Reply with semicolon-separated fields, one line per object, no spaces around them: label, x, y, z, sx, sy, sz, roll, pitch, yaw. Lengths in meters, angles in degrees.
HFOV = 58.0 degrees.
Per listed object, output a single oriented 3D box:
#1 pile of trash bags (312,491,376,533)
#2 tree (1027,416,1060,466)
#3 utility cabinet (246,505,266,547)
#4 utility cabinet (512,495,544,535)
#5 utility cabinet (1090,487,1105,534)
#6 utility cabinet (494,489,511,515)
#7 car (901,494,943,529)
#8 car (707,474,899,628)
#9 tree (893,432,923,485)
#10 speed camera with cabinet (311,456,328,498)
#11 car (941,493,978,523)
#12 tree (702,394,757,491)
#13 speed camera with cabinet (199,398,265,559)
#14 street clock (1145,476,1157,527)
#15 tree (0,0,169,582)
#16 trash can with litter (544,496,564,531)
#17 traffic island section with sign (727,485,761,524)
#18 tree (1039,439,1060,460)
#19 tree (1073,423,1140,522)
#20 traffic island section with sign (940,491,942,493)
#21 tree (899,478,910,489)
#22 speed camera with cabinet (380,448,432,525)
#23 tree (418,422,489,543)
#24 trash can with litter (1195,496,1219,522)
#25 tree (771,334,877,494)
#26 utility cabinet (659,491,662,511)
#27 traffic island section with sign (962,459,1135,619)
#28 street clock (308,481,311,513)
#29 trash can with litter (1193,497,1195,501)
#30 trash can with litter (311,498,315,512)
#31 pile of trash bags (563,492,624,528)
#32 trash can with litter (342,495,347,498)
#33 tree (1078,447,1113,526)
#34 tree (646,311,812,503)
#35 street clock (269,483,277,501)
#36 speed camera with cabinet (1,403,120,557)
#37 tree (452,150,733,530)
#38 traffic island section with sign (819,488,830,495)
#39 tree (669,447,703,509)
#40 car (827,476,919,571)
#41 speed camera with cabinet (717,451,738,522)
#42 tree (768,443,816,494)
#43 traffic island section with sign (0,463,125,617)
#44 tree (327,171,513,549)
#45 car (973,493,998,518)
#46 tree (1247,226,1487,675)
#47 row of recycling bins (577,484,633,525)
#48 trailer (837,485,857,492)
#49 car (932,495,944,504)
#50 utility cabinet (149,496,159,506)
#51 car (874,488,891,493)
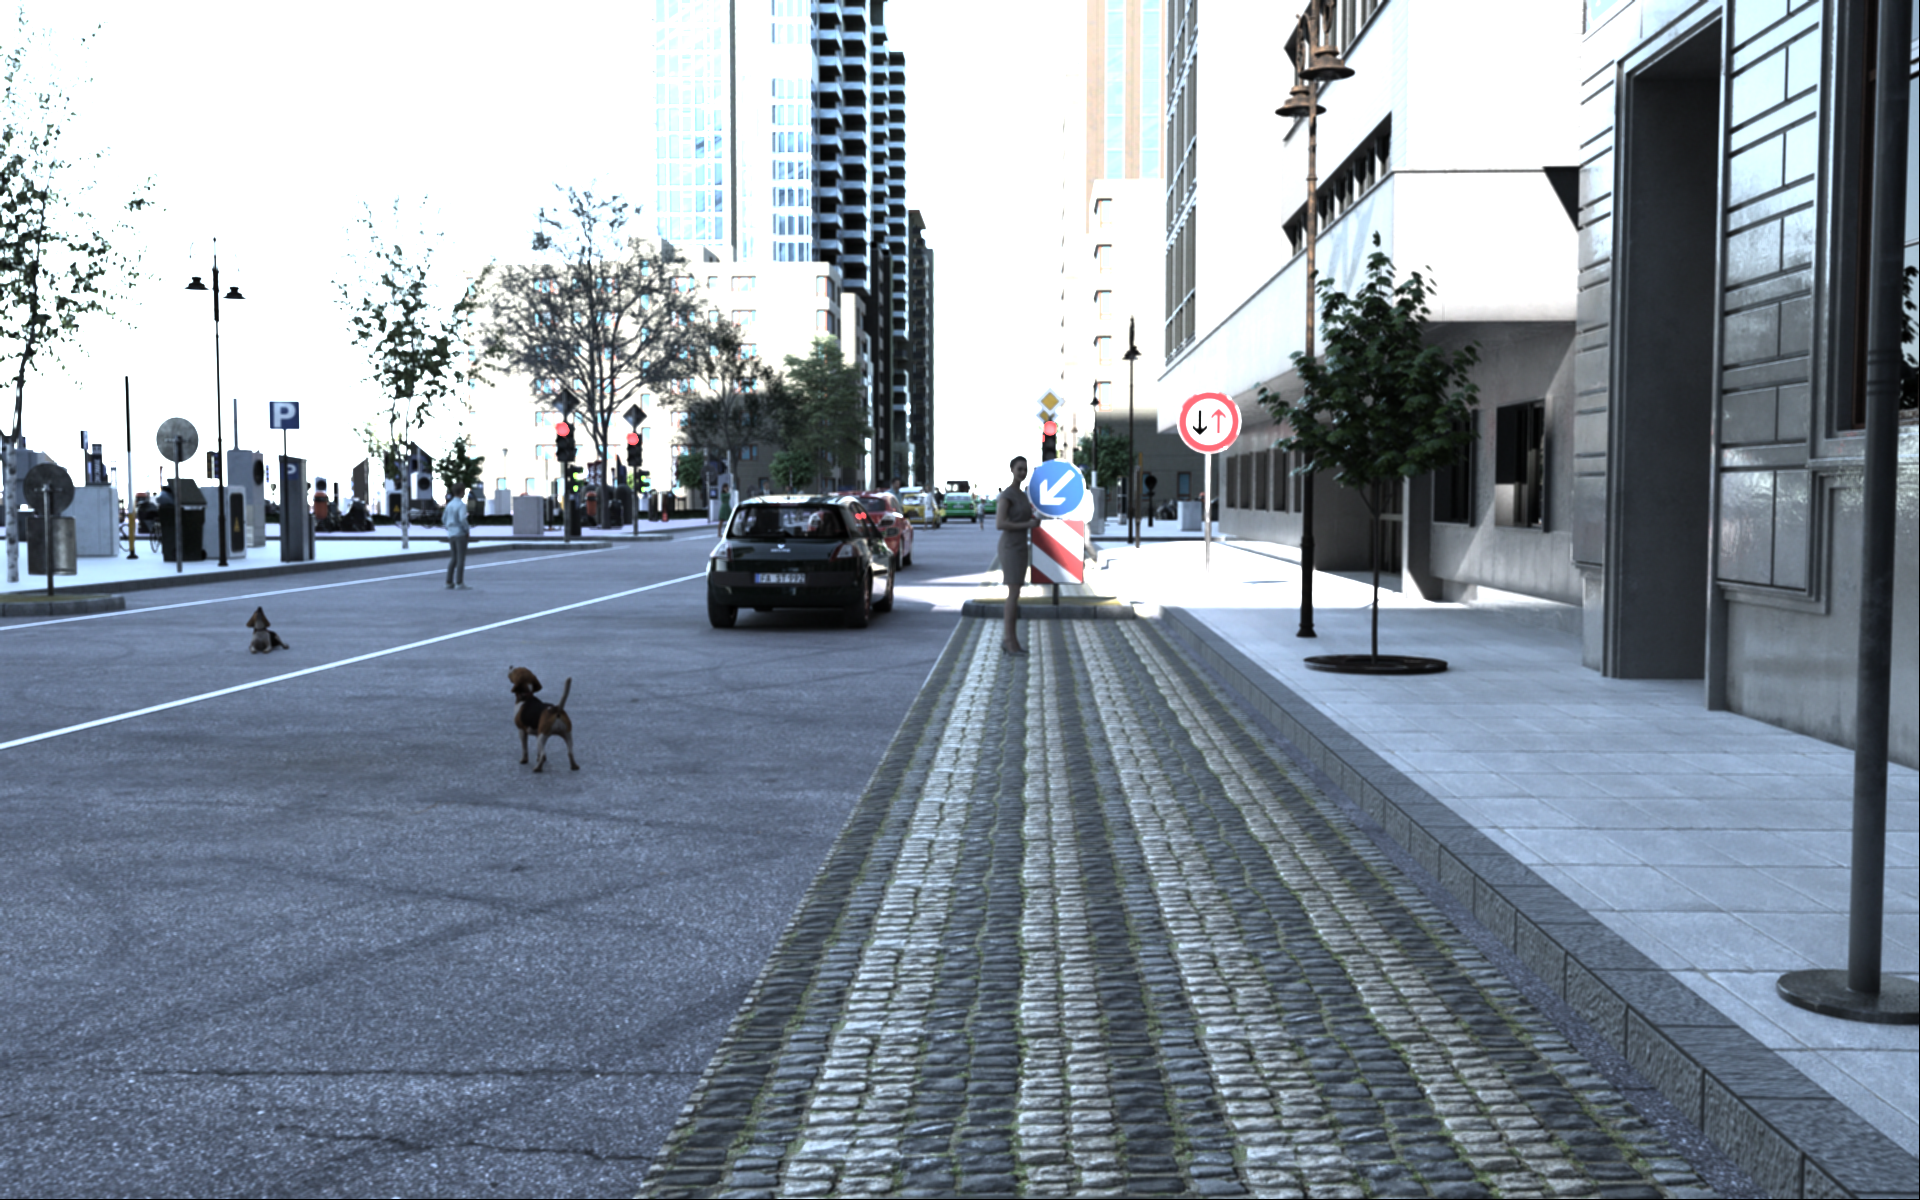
pile of trash bags;-21.111;-2.989;58.620;1.912;1.369;3.447;0;4;-2
tree;12.309;-17.978;219.702;9.928;11.665;9.643;0;3;0
utility cabinet;-17.229;-2.037;41.984;0.318;1.500;1.173;-3;5;-43
utility cabinet;-13.567;-2.646;54.425;1.020;1.237;0.306;2;4;24
utility cabinet;4.368;-2.831;54.963;0.318;1.500;1.173;1;4;14
utility cabinet;-20.456;-4.207;77.470;0.318;1.500;1.173;1;4;8
car;-1.725;-3.829;72.822;2.015;1.641;3.980;0;4;2
car;-1.750;-0.622;19.953;2.009;1.686;4.222;0;4;3
tree;-6.655;-15.642;206.100;4.360;8.622;3.978;0;3;0
speed camera with cabinet;-33.625;-5.795;89.076;2.038;3.252;0.660;-3;5;-42
car;-0.058;-4.796;87.219;1.959;1.807;4.718;0;4;0
tree;-16.910;-10.794;126.847;4.360;8.622;3.978;0;3;0
speed camera with cabinet;-14.651;-2.481;34.898;0.660;3.252;2.038;0;4;-1
street clock;7.462;-3.865;67.765;0.471;2.002;0.358;0;4;7
tree;-13.894;-4.586;25.336;4.360;8.622;3.978;0;3;0
trash can with litter;-14.304;-3.044;60.830;1.678;1.210;2.233;-1;4;-16
traffic island section with sign;-9.160;-4.163;76.686;1.989;1.847;2.006;0;4;2
tree;12.114;-16.032;212.486;4.737;8.622;4.395;0;3;0
tree;6.713;-5.911;80.361;4.285;4.588;4.351;0;3;0
traffic island section with sign;-1.604;-15.570;263.191;1.989;1.847;2.006;0;4;2
tree;-6.524;-12.630;201.094;1.663;3.219;1.824;0;3;0
speed camera with cabinet;-23.465;-4.834;73.367;2.038;3.252;0.660;-3;5;-42
tree;-13.249;-3.141;45.962;1.663;3.219;1.824;0;3;0
trash can with litter;11.679;-4.233;80.604;1.055;1.170;0.624;-2;4;-24
tree;-9.774;-12.505;122.585;7.486;12.596;7.792;0;3;0
utility cabinet;-20.789;-6.928;121.947;0.318;1.500;1.173;-2;4;-34
traffic island section with sign;1.031;-0.734;20.629;1.989;1.847;2.006;0;4;2
street clock;-37.447;-5.799;99.381;0.358;2.002;0.471;3;4;38
trash can with litter;11.461;-4.300;81.698;1.055;1.170;0.624;0;4;-3
trash can with litter;-41.995;-6.210;112.916;0.624;1.170;1.055;-2;4;-23
pile of trash bags;-14.133;-3.532;67.504;1.912;1.369;3.447;0;4;-5
trash can with litter;-44.855;-7.076;126.755;2.233;1.210;1.678;2;4;30
tree;5.646;-4.658;70.759;1.663;3.219;1.824;0;3;0
tree;-11.350;-9.366;87.549;8.767;10.594;7.601;-3;4;-38
street clock;-43.629;-6.452;110.068;0.471;2.002;0.358;2;4;25
speed camera with cabinet;-18.352;-2.509;35.356;2.038;3.252;0.660;-1;4;-12
tree;-13.020;-9.315;62.669;12.009;13.543;11.850;0;3;0
traffic island section with sign;-8.071;-5.810;103.619;1.989;1.847;2.006;0;4;2
tree;-18.115;-8.195;117.704;4.285;4.588;4.351;0;3;0
car;-1.912;-1.512;33.755;2.155;1.783;4.494;0;4;2
speed camera with cabinet;-10.657;-5.211;79.528;0.660;3.252;2.038;0;4;4
tree;-10.799;-7.837;111.840;4.285;4.588;4.351;0;3;0
traffic island section with sign;-11.426;-0.765;21.142;1.989;1.847;2.006;0;4;2
tree;-12.880;-5.520;40.612;4.737;8.622;4.395;0;3;0
car;1.702;-5.864;104.673;1.959;1.807;4.718;0;4;1
tree;2.926;-1.105;12.670;1.663;3.219;1.824;0;3;0
row of recycling bins;-15.274;-4.056;73.432;3.534;1.692;1.069;2;4;34
trailer;-7.293;-6.356;110.975;1.471;1.999;3.904;0;4;2
car;-2.437;-9.542;168.586;1.945;1.354;3.894;0;4;3
utility cabinet;-32.565;-3.635;70.597;1.020;1.237;0.306;2;4;30
car;-4.892;-6.476;114.560;2.281;1.827;5.304;0;4;4
